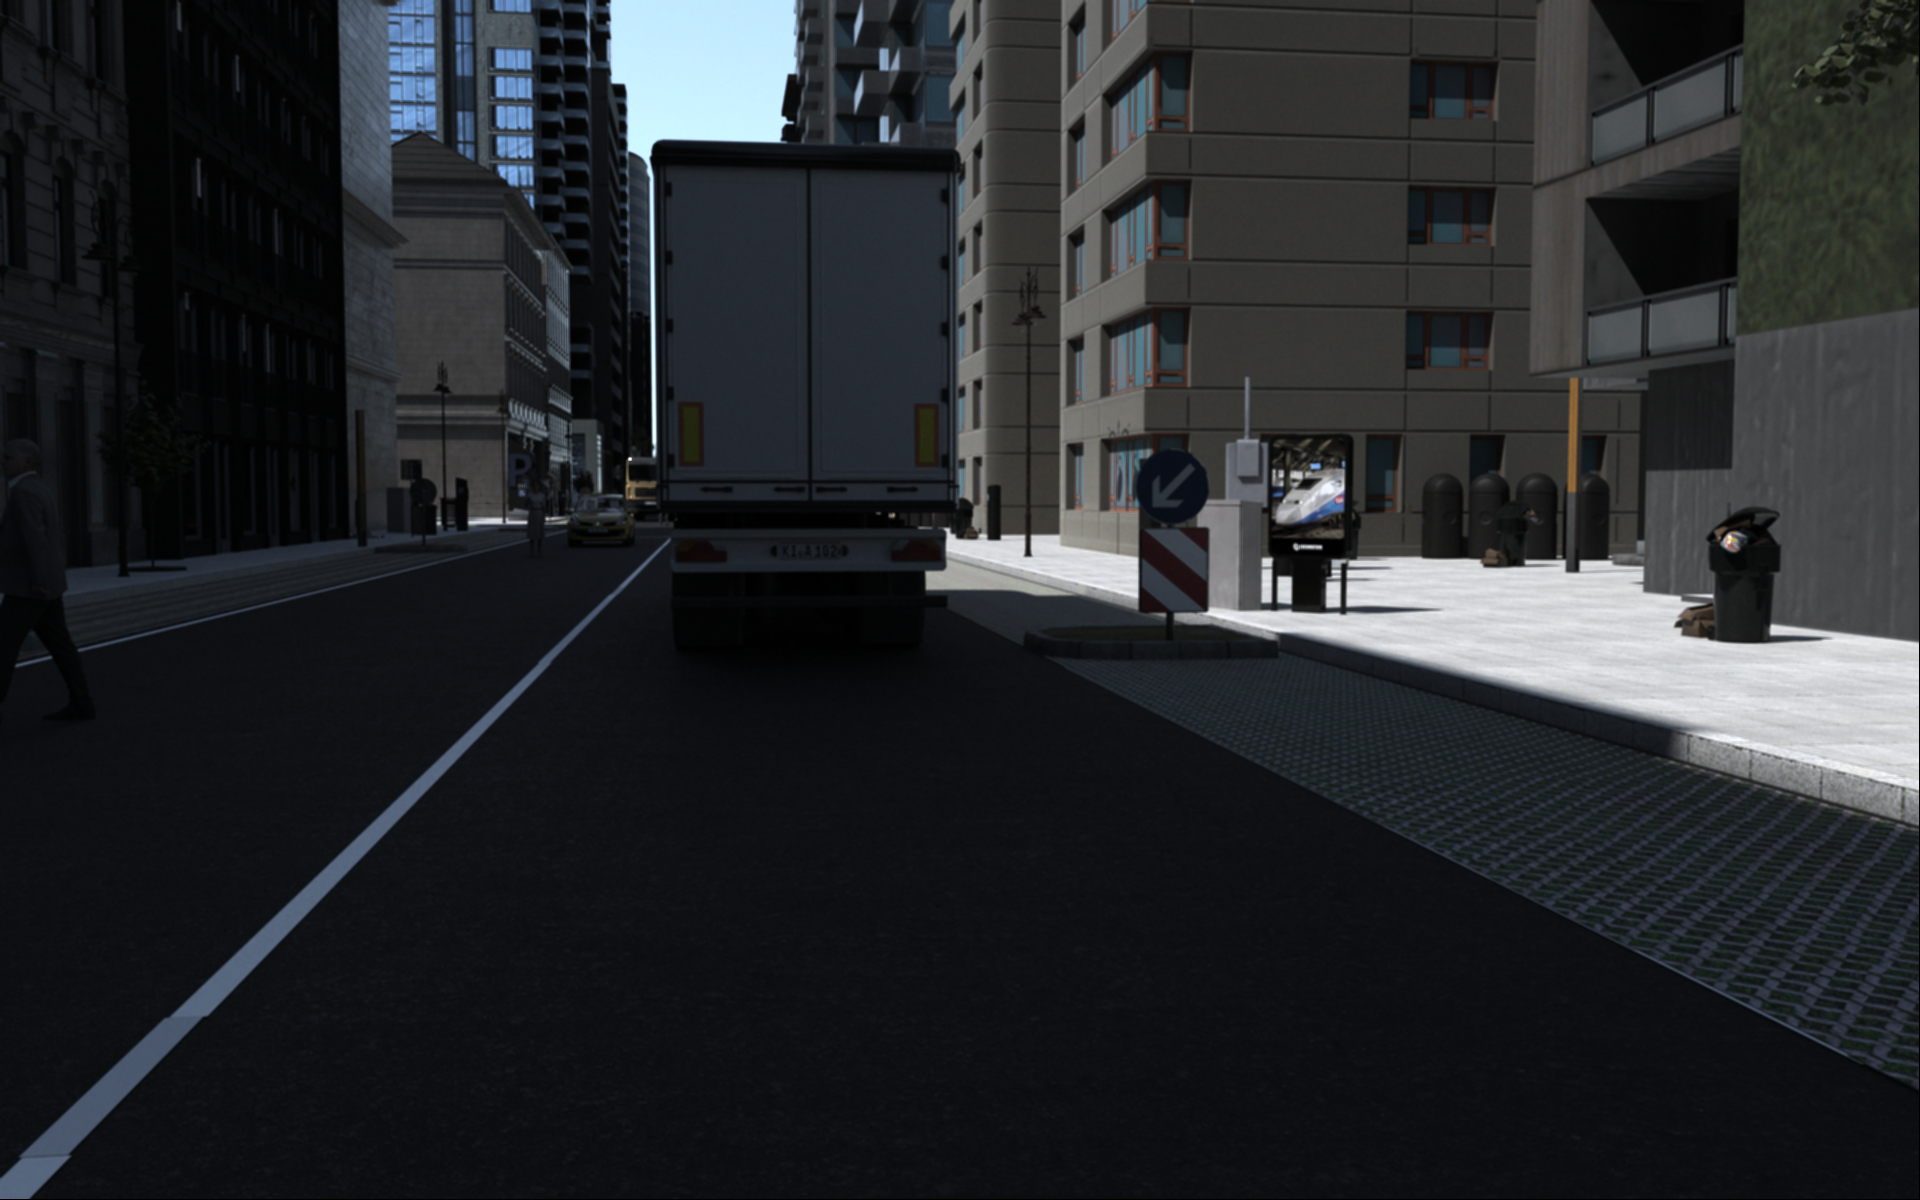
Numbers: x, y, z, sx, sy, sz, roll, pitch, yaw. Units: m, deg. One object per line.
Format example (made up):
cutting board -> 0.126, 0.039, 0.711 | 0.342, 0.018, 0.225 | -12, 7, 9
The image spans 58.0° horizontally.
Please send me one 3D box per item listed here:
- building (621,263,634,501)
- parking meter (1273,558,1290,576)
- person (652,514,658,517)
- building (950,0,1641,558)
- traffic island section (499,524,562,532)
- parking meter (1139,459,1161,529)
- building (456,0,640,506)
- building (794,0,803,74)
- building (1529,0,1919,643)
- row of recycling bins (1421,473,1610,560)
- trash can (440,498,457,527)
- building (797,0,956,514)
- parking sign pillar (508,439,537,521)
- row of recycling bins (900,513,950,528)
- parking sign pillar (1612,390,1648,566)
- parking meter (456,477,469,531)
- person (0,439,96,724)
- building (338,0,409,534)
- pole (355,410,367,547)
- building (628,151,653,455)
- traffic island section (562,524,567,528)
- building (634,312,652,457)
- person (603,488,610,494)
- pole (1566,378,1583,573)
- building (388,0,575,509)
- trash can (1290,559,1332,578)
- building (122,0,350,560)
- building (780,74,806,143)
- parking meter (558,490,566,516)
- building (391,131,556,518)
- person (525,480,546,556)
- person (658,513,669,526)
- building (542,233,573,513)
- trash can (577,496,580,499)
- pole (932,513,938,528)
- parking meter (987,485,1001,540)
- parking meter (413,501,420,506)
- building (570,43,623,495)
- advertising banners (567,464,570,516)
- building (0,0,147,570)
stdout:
building -> -47.011, -26.635, 207.185 | 14.160, 30.474, 14.107 | 0, 4, -8
parking meter -> 5.090, -1.143, 27.101 | 0.372, 1.533, 0.369 | 0, 3, 0
person -> -19.093, -5.765, 107.780 | 0.505, 1.210, 0.382 | -2, 4, -30
building -> 15.332, -12.539, 50.057 | 27.650, 21.520, 28.899 | 0, 4, -8
traffic island section -> -16.661, -2.741, 67.097 | 2.009, 0.180, 2.903 | 0, 4, -8
parking meter -> 3.156, -1.408, 28.733 | 0.255, 1.863, 0.399 | 2, 4, 32
building -> -56.659, -56.992, 244.498 | 22.319, 86.520, 31.000 | 0, 4, -8
building -> -11.092, -54.894, 210.181 | 22.319, 86.520, 31.000 | 0, 4, -8
building -> 14.593, -20.524, 19.165 | 14.154, 41.232, 14.086 | 0, 4, -8
row of recycling bins -> 10.928, -1.654, 34.154 | 3.534, 1.692, 1.069 | 1, 4, 17
trash can -> -19.827, -3.398, 67.215 | 0.748, 1.137, 0.748 | 0, 3, 0
building -> -1.256, -31.620, 136.602 | 23.786, 49.044, 30.456 | 0, 4, -8
parking sign pillar -> -21.154, -5.827, 83.741 | 1.447, 3.967, 1.447 | 0, 4, -3
row of recycling bins -> -1.313, -3.666, 67.053 | 1.069, 1.692, 3.534 | -3, 4, -37
parking sign pillar -> 12.550, -2.612, 31.172 | 1.447, 3.967, 1.447 | 2, 4, 30
parking meter -> -17.289, -3.331, 60.179 | 0.399, 1.863, 0.255 | 0, 4, -6
person -> -5.888, -0.117, 10.815 | 0.834, 1.777, 0.661 | -2, 4, -29
building -> -31.172, -16.472, 56.702 | 23.554, 28.519, 14.401 | 0, 4, -8
pole -> -14.554, -2.951, 42.088 | 0.158, 3.312, 0.155 | 0, 3, 0
building -> -62.733, -45.724, 289.577 | 21.231, 58.520, 28.212 | 0, 4, -8
traffic island section -> -17.776, -3.225, 75.004 | 2.009, 0.180, 2.903 | 0, 4, -8
building -> -55.266, -30.424, 269.138 | 14.160, 30.474, 14.107 | 0, 4, -8
person -> -23.159, -6.406, 113.148 | 0.836, 1.842, 0.656 | 3, 4, 38
pole -> 10.016, -2.102, 28.217 | 0.158, 3.312, 0.155 | 0, 3, 0
building -> -44.529, -51.875, 160.827 | 22.319, 86.520, 31.000 | 0, 4, -8
trash can -> 5.187, -0.852, 25.586 | 0.748, 1.137, 0.748 | 0, 3, 0
building -> -22.386, -12.864, 39.998 | 12.332, 23.373, 15.834 | 0, 4, -8
building -> -7.347, -32.201, 181.111 | 22.147, 44.769, 28.867 | 0, 4, -8
parking meter -> -26.583, -6.579, 115.978 | 0.372, 1.533, 0.369 | 0, 3, 0
building -> -29.029, -14.861, 93.890 | 10.553, 20.767, 40.483 | 0, 4, -8
person -> -9.874, -1.911, 40.313 | 0.480, 1.755, 0.524 | -1, 4, -23
person -> -13.178, -4.182, 77.053 | 0.661, 1.801, 0.590 | -2, 4, -27
building -> -33.197, -16.769, 123.316 | 9.793, 20.994, 18.267 | 0, 4, -8
trash can -> -25.837, -6.544, 118.645 | 0.748, 1.137, 0.748 | 0, 3, 0
pole -> -0.858, -4.036, 59.839 | 0.158, 3.312, 0.155 | 0, 3, 0
parking meter -> 0.949, -2.429, 48.122 | 0.372, 1.533, 0.369 | 0, 3, 0
parking meter -> -19.204, -3.224, 61.125 | 0.372, 1.533, 0.369 | 0, 3, 0
building -> -48.261, -34.530, 188.259 | 21.300, 48.544, 21.600 | 0, 4, -8
advertising banners -> -23.363, -6.551, 103.290 | 0.090, 3.025, 2.074 | -1, 4, -10
building -> -19.015, -10.642, 23.150 | 9.793, 20.994, 18.267 | 0, 4, -8
